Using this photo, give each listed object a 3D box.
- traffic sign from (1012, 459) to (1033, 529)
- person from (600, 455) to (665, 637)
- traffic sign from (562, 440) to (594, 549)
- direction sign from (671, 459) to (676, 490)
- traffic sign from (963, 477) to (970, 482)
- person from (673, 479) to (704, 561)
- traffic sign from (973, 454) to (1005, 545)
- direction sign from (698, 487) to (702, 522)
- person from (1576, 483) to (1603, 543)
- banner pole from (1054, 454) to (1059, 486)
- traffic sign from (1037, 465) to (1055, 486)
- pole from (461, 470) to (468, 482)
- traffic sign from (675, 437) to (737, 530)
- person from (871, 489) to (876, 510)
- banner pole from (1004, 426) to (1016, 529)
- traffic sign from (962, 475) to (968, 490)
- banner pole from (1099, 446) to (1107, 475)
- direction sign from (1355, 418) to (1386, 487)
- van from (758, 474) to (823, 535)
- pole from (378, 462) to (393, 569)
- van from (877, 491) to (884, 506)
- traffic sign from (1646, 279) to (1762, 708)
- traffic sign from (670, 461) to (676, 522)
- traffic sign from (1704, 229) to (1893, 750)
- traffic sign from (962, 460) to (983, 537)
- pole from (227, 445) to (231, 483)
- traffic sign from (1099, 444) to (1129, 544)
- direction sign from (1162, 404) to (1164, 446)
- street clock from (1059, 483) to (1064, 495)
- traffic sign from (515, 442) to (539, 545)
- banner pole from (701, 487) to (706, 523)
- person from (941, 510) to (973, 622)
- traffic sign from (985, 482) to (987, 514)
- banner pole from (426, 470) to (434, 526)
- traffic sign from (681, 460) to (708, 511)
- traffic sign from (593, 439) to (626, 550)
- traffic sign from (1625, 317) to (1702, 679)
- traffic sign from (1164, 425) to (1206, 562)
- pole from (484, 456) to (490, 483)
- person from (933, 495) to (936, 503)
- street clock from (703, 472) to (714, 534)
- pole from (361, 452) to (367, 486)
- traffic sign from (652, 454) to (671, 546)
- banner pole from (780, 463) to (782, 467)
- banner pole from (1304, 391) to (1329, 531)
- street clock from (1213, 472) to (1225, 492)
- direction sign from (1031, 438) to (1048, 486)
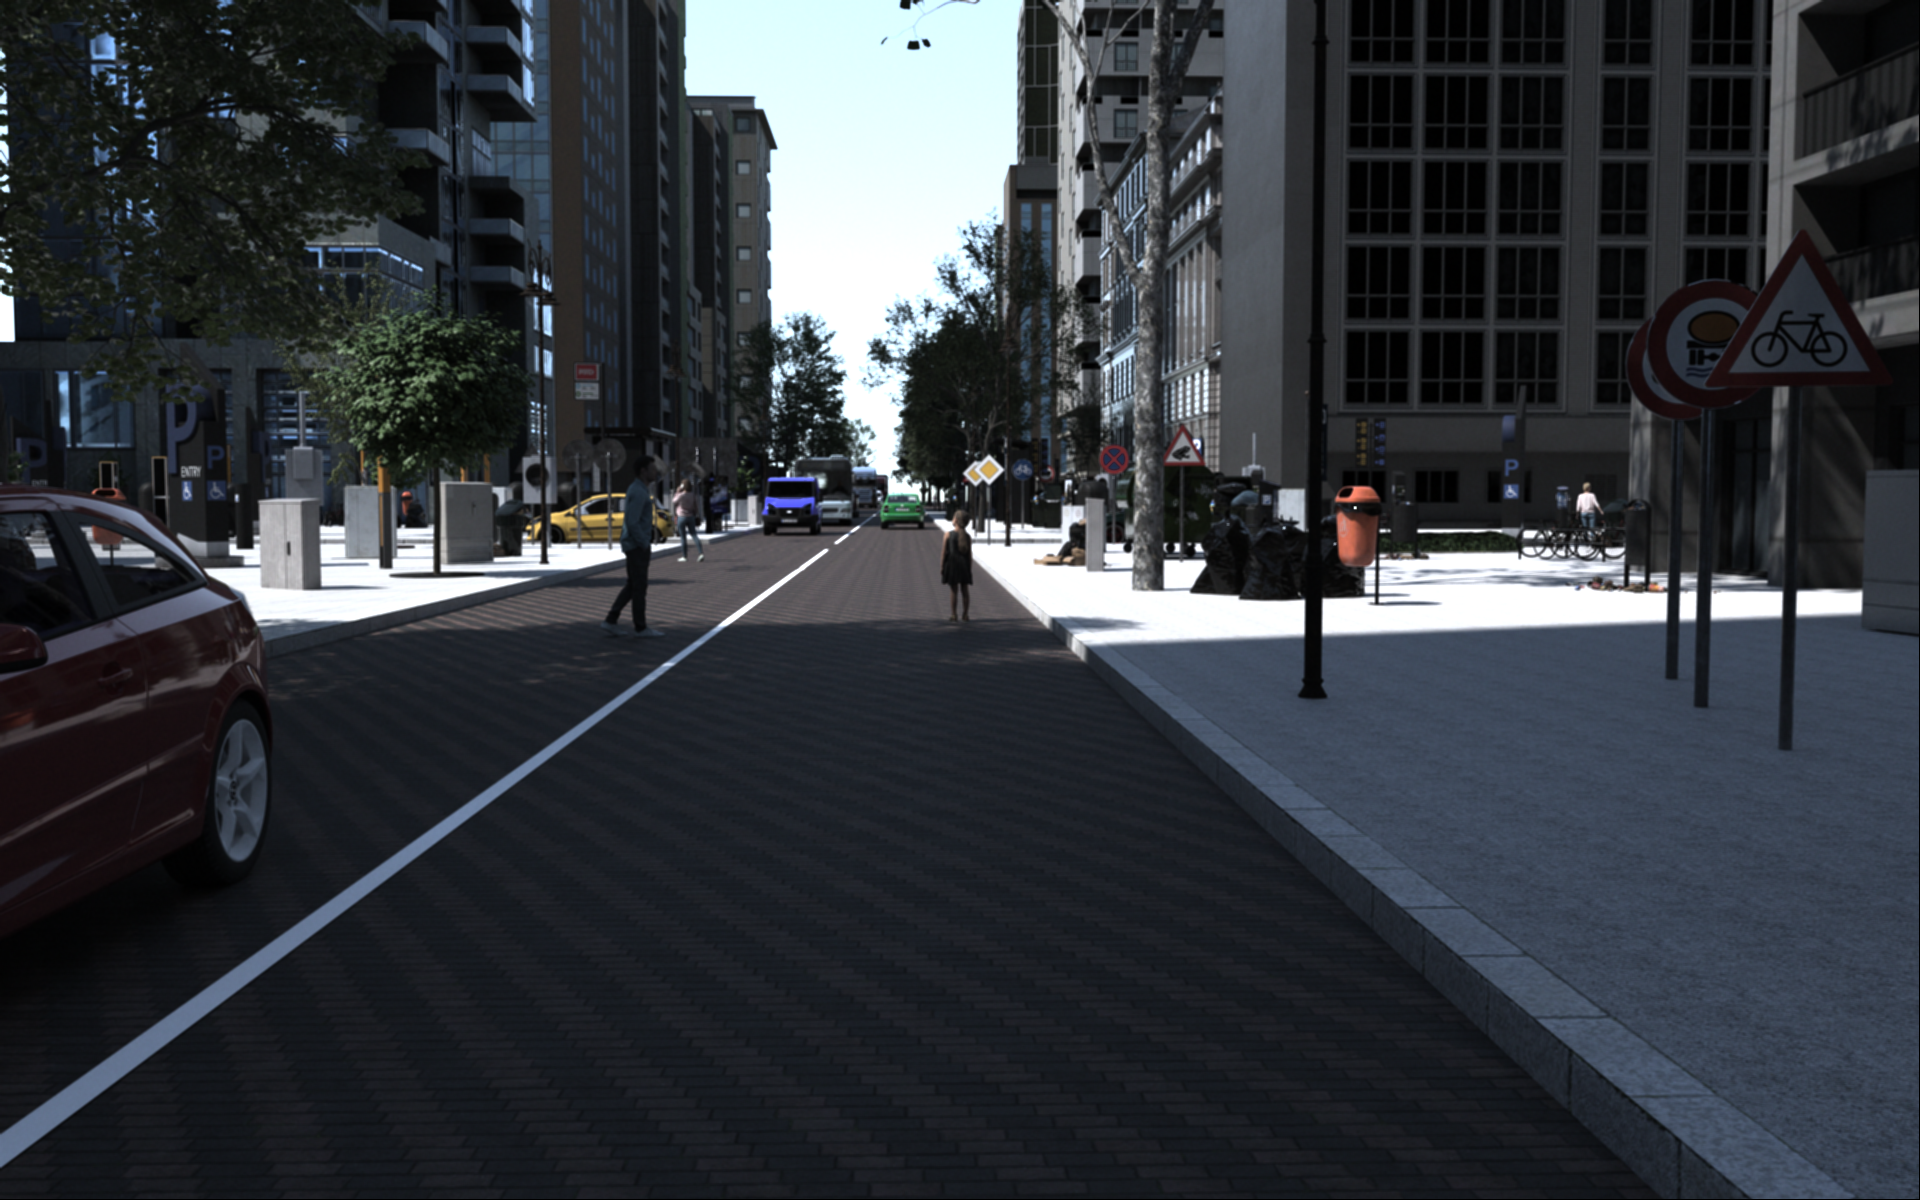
[{"bbox_3d":[2.291,-3.857,63.165,0.768,2.556,0.104,0,4,-2],"label":"traffic sign"},{"bbox_3d":[-3.298,-0.543,17.391,0.620,1.820,0.660,-1,4,-19],"label":"person"},{"bbox_3d":[-8.947,-2.479,40.635,0.768,2.556,0.104,0,4,2],"label":"traffic sign"},{"bbox_3d":[-18.818,-7.392,112.851,0.379,3.537,0.876,3,5,43],"label":"direction sign"},{"bbox_3d":[0.570,-4.520,73.902,0.884,2.594,0.081,0,4,3],"label":"traffic sign"},{"bbox_3d":[-5.736,-1.696,36.813,0.593,1.750,0.643,-3,4,-38],"label":"person"},{"bbox_3d":[0.724,-2.425,43.294,0.795,2.450,0.064,0,4,-2],"label":"traffic sign"},{"bbox_3d":[-12.170,-5.412,80.478,0.876,3.537,0.379,-3,5,-45],"label":"direction sign"},{"bbox_3d":[17.149,-2.317,47.059,0.731,1.740,0.598,1,4,16],"label":"person"},{"bbox_3d":[6.057,-7.272,108.910,0.401,3.779,0.863,2,4,28],"label":"banner pole"},{"bbox_3d":[3.723,-4.586,75.089,0.768,2.556,0.104,0,4,5],"label":"traffic sign"},{"bbox_3d":[-15.050,-3.594,52.607,0.158,3.312,0.155,0,3,0],"label":"pole"},{"bbox_3d":[-9.093,-4.172,62.079,2.265,3.308,0.079,0,4,7],"label":"traffic sign"},{"bbox_3d":[-8.047,-9.349,160.986,0.705,1.869,1.348,-1,4,-9],"label":"person"},{"bbox_3d":[1.790,-4.545,64.325,0.401,3.779,0.863,-1,4,-20],"label":"banner pole"},{"bbox_3d":[0.494,-6.571,107.535,0.768,2.556,0.104,0,4,1],"label":"traffic sign"},{"bbox_3d":[7.395,-6.088,89.549,0.401,3.779,0.863,3,5,45],"label":"banner pole"},{"bbox_3d":[12.253,-3.654,51.748,0.876,3.537,0.379,0,4,5],"label":"direction sign"},{"bbox_3d":[-5.968,-3.518,61.896,2.240,2.365,5.245,0,4,-3],"label":"van"},{"bbox_3d":[-9.877,-2.193,29.704,0.158,3.312,0.155,0,3,0],"label":"pole"},{"bbox_3d":[-10.366,-12.653,213.890,2.013,2.044,4.112,0,4,-2],"label":"van"},{"bbox_3d":[4.470,-0.628,10.366,0.768,2.556,0.104,0,4,5],"label":"traffic sign"},{"bbox_3d":[-10.878,-4.024,65.897,0.768,2.556,0.104,0,4,8],"label":"traffic sign"},{"bbox_3d":[4.141,-0.527,8.617,0.884,2.594,0.081,0,4,7],"label":"traffic sign"},{"bbox_3d":[0.464,-2.913,51.275,0.795,2.450,0.064,0,4,-2],"label":"traffic sign"},{"bbox_3d":[-30.127,-4.743,71.391,0.158,3.312,0.155,0,3,0],"label":"pole"},{"bbox_3d":[3.943,-2.704,44.322,0.768,2.556,0.104,0,4,8],"label":"traffic sign"},{"bbox_3d":[4.759,-3.128,43.146,0.876,3.537,0.379,-3,5,-41],"label":"direction sign"},{"bbox_3d":[6.516,-6.575,112.063,0.358,2.002,0.471,-1,4,-21],"label":"street clock"},{"bbox_3d":[-10.746,-2.662,43.528,0.884,2.594,0.081,0,4,-1],"label":"traffic sign"},{"bbox_3d":[-11.180,-5.296,76.610,0.863,3.779,0.401,-3,4,-36],"label":"banner pole"},{"bbox_3d":[-0.038,-0.384,19.445,0.362,1.253,0.373,-1,4,-11],"label":"person"},{"bbox_3d":[1.372,-5.790,94.773,0.768,2.556,0.104,0,4,0],"label":"traffic sign"},{"bbox_3d":[-21.201,-4.855,69.393,0.401,3.779,0.863,2,4,30],"label":"banner pole"},{"bbox_3d":[-7.827,-2.898,51.025,0.795,2.450,0.064,0,4,-2],"label":"traffic sign"},{"bbox_3d":[-8.054,-2.428,39.799,0.768,2.556,0.104,0,4,4],"label":"traffic sign"},{"bbox_3d":[4.940,-0.724,11.945,0.768,2.556,0.104,0,4,1],"label":"traffic sign"},{"bbox_3d":[4.170,-1.991,32.559,0.884,2.594,0.081,0,4,-1],"label":"traffic sign"},{"bbox_3d":[-13.721,-3.452,50.281,0.158,3.312,0.155,0,3,0],"label":"pole"},{"bbox_3d":[-3.128,-11.968,207.399,0.599,1.433,0.991,2,4,35],"label":"person"},{"bbox_3d":[-8.125,-3.148,56.046,0.358,2.002,0.471,1,4,11],"label":"street clock"},{"bbox_3d":[-21.720,-4.239,63.148,0.158,3.312,0.155,0,3,0],"label":"pole"},{"bbox_3d":[-7.566,-2.410,43.045,0.795,2.450,0.064,0,4,-2],"label":"traffic sign"},{"bbox_3d":[-12.613,-8.085,122.207,0.401,3.779,0.863,-1,4,-10],"label":"banner pole"},{"bbox_3d":[8.633,-3.193,42.215,0.863,3.779,0.401,-2,4,-27],"label":"banner pole"},{"bbox_3d":[8.431,-3.193,56.768,0.471,2.002,0.358,-1,4,-23],"label":"street clock"},{"bbox_3d":[3.233,-4.800,70.485,0.876,3.537,0.379,-3,4,-38],"label":"direction sign"}]
